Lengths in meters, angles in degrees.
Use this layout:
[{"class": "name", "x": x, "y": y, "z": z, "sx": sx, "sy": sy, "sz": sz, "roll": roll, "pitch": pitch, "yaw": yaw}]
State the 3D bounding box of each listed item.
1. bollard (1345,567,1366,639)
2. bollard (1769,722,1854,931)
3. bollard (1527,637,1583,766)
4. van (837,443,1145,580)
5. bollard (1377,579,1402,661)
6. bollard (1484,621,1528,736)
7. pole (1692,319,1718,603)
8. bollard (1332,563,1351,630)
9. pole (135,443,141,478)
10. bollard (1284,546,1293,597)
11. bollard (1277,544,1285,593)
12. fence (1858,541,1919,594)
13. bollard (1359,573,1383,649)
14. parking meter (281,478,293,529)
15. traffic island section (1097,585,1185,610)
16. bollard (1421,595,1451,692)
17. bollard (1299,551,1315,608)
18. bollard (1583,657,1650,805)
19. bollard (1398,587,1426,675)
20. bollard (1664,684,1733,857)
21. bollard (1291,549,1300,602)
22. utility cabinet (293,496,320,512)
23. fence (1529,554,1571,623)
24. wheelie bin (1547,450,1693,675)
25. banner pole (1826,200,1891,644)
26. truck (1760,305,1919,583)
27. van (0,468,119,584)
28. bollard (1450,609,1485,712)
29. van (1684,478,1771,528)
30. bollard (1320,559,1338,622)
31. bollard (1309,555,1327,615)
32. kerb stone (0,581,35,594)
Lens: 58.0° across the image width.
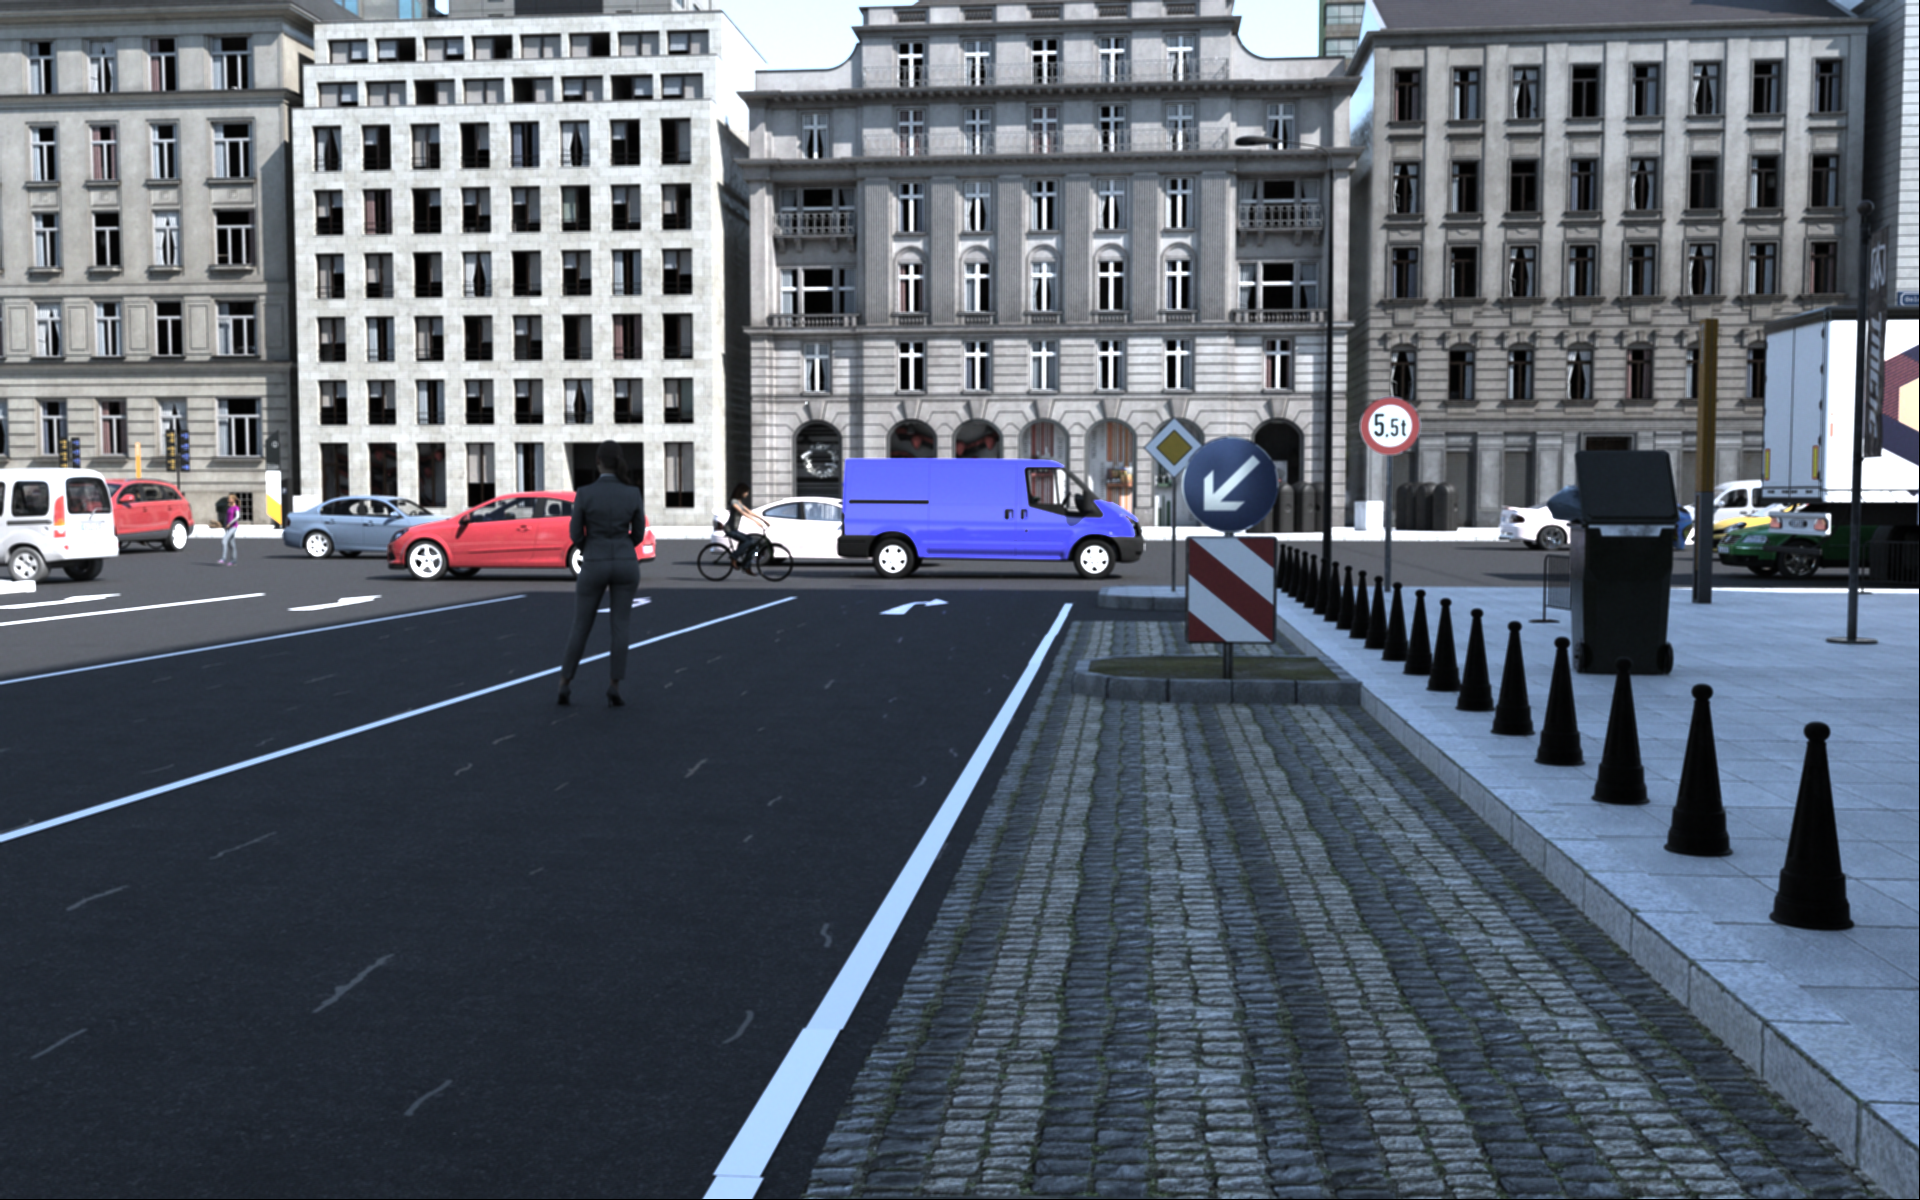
[{"class": "bollard", "x": 3.583, "y": 0.037, "z": 15.429, "sx": 0.229, "sy": 0.601, "sz": 0.229, "roll": 0, "pitch": 3, "yaw": 0}, {"class": "bollard", "x": 2.556, "y": 0.664, "z": 5.182, "sx": 0.229, "sy": 0.601, "sz": 0.229, "roll": 0, "pitch": 3, "yaw": 0}, {"class": "bollard", "x": 2.867, "y": 0.476, "z": 8.260, "sx": 0.229, "sy": 0.601, "sz": 0.229, "roll": 0, "pitch": 3, "yaw": 0}, {"class": "van", "x": 0.560, "y": -1.563, "z": 29.938, "sx": 5.245, "sy": 2.365, "sz": 2.240, "roll": 0, "pitch": 4, "yaw": 4}, {"class": "bollard", "x": 3.375, "y": 0.163, "z": 13.380, "sx": 0.229, "sy": 0.601, "sz": 0.229, "roll": 0, "pitch": 3, "yaw": 0}, {"class": "bollard", "x": 2.968, "y": 0.413, "z": 9.282, "sx": 0.229, "sy": 0.601, "sz": 0.229, "roll": 0, "pitch": 3, "yaw": 0}, {"class": "pole", "x": 8.727, "y": -1.617, "z": 20.279, "sx": 0.158, "sy": 3.312, "sz": 0.155, "roll": 0, "pitch": 3, "yaw": 0}, {"class": "bollard", "x": 3.688, "y": -0.025, "z": 16.457, "sx": 0.229, "sy": 0.601, "sz": 0.229, "roll": 0, "pitch": 3, "yaw": 0}, {"class": "pole", "x": -32.602, "y": -4.583, "z": 68.775, "sx": 0.158, "sy": 3.312, "sz": 0.155, "roll": 0, "pitch": 3, "yaw": 0}, {"class": "bollard", "x": 4.197, "y": -0.339, "z": 21.590, "sx": 0.229, "sy": 0.601, "sz": 0.229, "roll": 0, "pitch": 3, "yaw": 0}, {"class": "bollard", "x": 4.304, "y": -0.402, "z": 22.611, "sx": 0.229, "sy": 0.601, "sz": 0.229, "roll": 0, "pitch": 3, "yaw": 0}, {"class": "fence", "x": 12.089, "y": -0.369, "z": 21.410, "sx": 0.278, "sy": 0.683, "sz": 2.069, "roll": -2, "pitch": 4, "yaw": -29}, {"class": "bollard", "x": 3.478, "y": 0.100, "z": 14.402, "sx": 0.229, "sy": 0.601, "sz": 0.229, "roll": 0, "pitch": 3, "yaw": 0}, {"class": "parking meter", "x": -24.537, "y": -3.512, "z": 63.128, "sx": 0.399, "sy": 1.863, "sz": 0.255, "roll": 1, "pitch": 4, "yaw": 21}, {"class": "traffic island section", "x": 2.831, "y": -0.032, "z": 22.811, "sx": 2.009, "sy": 0.180, "sz": 2.903, "roll": 0, "pitch": 4, "yaw": 6}, {"class": "bollard", "x": 3.172, "y": 0.288, "z": 11.327, "sx": 0.229, "sy": 0.601, "sz": 0.229, "roll": 0, "pitch": 3, "yaw": 0}, {"class": "bollard", "x": 3.989, "y": -0.214, "z": 19.544, "sx": 0.229, "sy": 0.601, "sz": 0.229, "roll": 0, "pitch": 3, "yaw": 0}, {"class": "bollard", "x": 2.767, "y": 0.538, "z": 7.238, "sx": 0.229, "sy": 0.601, "sz": 0.229, "roll": 0, "pitch": 3, "yaw": 0}, {"class": "bollard", "x": 3.279, "y": 0.226, "z": 12.349, "sx": 0.229, "sy": 0.601, "sz": 0.229, "roll": 0, "pitch": 3, "yaw": 0}, {"class": "bollard", "x": 2.657, "y": 0.601, "z": 6.217, "sx": 0.229, "sy": 0.601, "sz": 0.229, "roll": 0, "pitch": 3, "yaw": 0}, {"class": "bollard", "x": 4.095, "y": -0.277, "z": 20.567, "sx": 0.229, "sy": 0.601, "sz": 0.229, "roll": 0, "pitch": 3, "yaw": 0}, {"class": "utility cabinet", "x": -24.878, "y": -3.344, "z": 65.834, "sx": 1.020, "sy": 1.237, "sz": 0.306, "roll": -1, "pitch": 4, "yaw": -19}, {"class": "fence", "x": 5.920, "y": -0.059, "z": 16.336, "sx": 0.278, "sy": 0.683, "sz": 2.069, "roll": 0, "pitch": 4, "yaw": -4}, {"class": "wheelie bin", "x": 4.737, "y": -0.282, "z": 12.521, "sx": 0.980, "sy": 1.594, "sz": 0.693, "roll": 1, "pitch": 4, "yaw": 8}, {"class": "banner pole", "x": 7.663, "y": -1.505, "z": 14.630, "sx": 0.401, "sy": 3.779, "sz": 0.863, "roll": 1, "pitch": 4, "yaw": 11}, {"class": "truck", "x": 18.550, "y": -2.306, "z": 26.611, "sx": 11.283, "sy": 4.237, "sz": 2.839, "roll": 0, "pitch": 4, "yaw": 5}, {"class": "van", "x": -16.023, "y": -1.299, "z": 28.251, "sx": 4.112, "sy": 2.044, "sz": 2.013, "roll": 0, "pitch": 4, "yaw": 6}, {"class": "bollard", "x": 3.072, "y": 0.351, "z": 10.306, "sx": 0.229, "sy": 0.601, "sz": 0.229, "roll": 0, "pitch": 3, "yaw": 0}, {"class": "van", "x": 22.487, "y": -2.659, "z": 50.484, "sx": 4.112, "sy": 2.044, "sz": 2.013, "roll": 0, "pitch": 4, "yaw": 4}, {"class": "bollard", "x": 3.787, "y": -0.088, "z": 17.478, "sx": 0.229, "sy": 0.601, "sz": 0.229, "roll": 0, "pitch": 3, "yaw": 0}, {"class": "bollard", "x": 3.891, "y": -0.151, "z": 18.517, "sx": 0.229, "sy": 0.601, "sz": 0.229, "roll": 0, "pitch": 3, "yaw": 0}, {"class": "kerb stone", "x": -13.775, "y": -0.174, "z": 25.100, "sx": 0.120, "sy": 0.150, "sz": 1.000, "roll": 0, "pitch": 4, "yaw": 6}]
